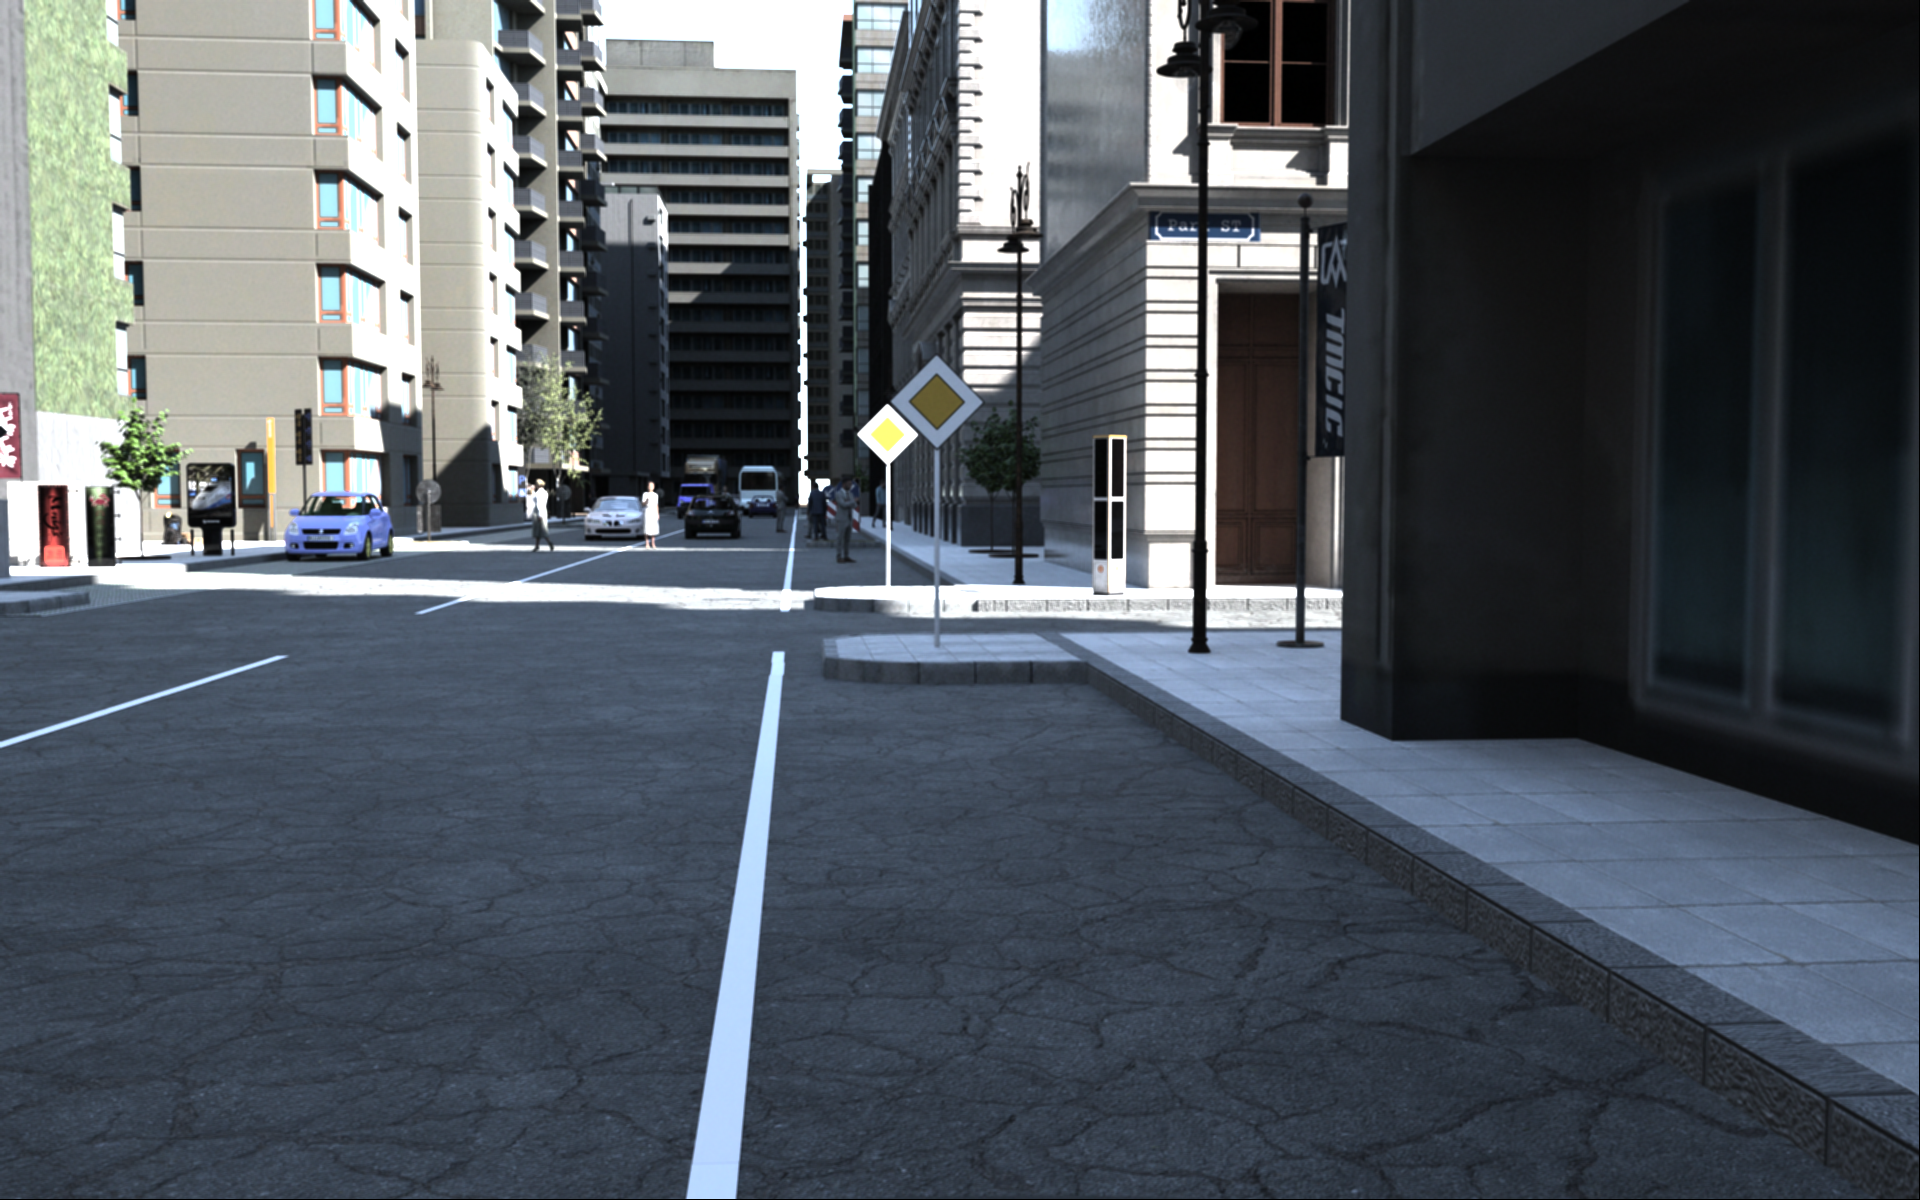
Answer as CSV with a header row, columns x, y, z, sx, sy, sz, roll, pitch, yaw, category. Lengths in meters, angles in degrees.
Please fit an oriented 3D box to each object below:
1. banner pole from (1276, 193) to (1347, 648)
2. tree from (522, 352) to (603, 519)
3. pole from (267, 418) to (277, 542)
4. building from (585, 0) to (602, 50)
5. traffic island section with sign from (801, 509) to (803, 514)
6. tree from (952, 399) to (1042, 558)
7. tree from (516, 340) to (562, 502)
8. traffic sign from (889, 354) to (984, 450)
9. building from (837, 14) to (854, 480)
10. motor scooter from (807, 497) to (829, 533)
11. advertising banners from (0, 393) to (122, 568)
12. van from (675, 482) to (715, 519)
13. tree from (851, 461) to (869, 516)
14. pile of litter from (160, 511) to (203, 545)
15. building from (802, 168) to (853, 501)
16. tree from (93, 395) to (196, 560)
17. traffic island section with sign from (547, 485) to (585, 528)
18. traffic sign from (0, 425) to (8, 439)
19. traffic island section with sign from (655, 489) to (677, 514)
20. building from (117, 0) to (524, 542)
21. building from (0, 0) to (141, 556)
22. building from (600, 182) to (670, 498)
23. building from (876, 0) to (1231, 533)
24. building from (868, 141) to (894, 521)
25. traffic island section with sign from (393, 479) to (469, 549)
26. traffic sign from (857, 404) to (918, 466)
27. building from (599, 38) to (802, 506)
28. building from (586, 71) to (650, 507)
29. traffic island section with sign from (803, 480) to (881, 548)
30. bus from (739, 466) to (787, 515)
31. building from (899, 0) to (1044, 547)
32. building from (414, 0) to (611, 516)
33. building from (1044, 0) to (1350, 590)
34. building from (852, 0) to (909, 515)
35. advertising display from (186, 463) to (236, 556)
x,y,z,sx,sy,sz,roll,pitch,yaw,category
2.985,-1.486,14.309,0.401,3.779,0.863,-2,4,-30,banner pole
-20.667,-8.495,89.260,4.737,8.622,4.395,0,3,0,tree
-18.454,-3.217,46.441,0.158,3.312,0.155,0,3,0,pole
-49.781,-45.717,185.730,20.611,71.187,20.563,0,4,-5,building
-5.714,-4.012,74.222,1.989,1.847,2.006,0,4,-5,traffic island section with sign
0.963,-2.490,35.314,1.663,3.219,1.824,0,3,0,tree
-20.987,-8.120,83.121,4.360,8.622,3.978,0,3,0,tree
-0.172,-0.750,14.451,0.795,2.593,0.064,0,4,-5,traffic sign
-0.051,-30.873,159.401,22.147,44.769,28.867,0,4,-5,building
-5.298,-3.169,64.591,0.815,1.314,1.986,0,4,-7,motor scooter
-15.760,-2.076,30.137,2.074,3.025,0.090,-1,4,-12,advertising banners
-15.433,-5.936,101.438,2.240,2.365,5.245,0,4,-4,van
-5.796,-6.434,99.794,1.663,3.219,1.824,0,3,0,tree
-19.710,-1.834,43.949,1.176,0.858,1.719,-1,4,-14,pile of litter
-5.865,-30.895,197.013,23.993,40.220,32.217,0,4,-5,building
-16.232,-2.417,34.121,1.663,3.219,1.824,0,3,0,tree
-16.653,-3.925,72.808,1.989,1.847,2.006,0,4,-5,traffic island section with sign
-12.161,-1.173,21.376,0.795,2.593,0.064,0,4,-5,traffic sign
-21.422,-7.048,123.865,1.989,1.847,2.006,0,4,-5,traffic island section with sign
-31.532,-13.123,59.605,27.650,21.520,28.899,0,4,-5,building
-24.689,-21.191,30.075,14.154,41.232,14.086,0,4,-5,building
-34.848,-23.995,164.024,14.107,30.474,14.160,0,4,-5,building
2.776,-14.415,71.848,11.583,22.565,21.152,0,4,-5,building
1.716,-15.938,90.263,12.332,23.373,15.834,0,4,-5,building
-14.148,-2.284,45.969,1.989,1.847,2.006,0,4,-5,traffic island section with sign
-0.914,-1.236,22.401,0.795,2.593,0.064,0,4,-5,traffic sign
-28.238,-34.597,189.361,21.600,48.544,21.300,0,4,-5,building
-41.140,-27.100,134.963,32.217,40.220,23.993,0,4,-5,building
-3.174,-2.346,46.979,1.989,1.847,2.006,0,4,-5,traffic island section with sign
-13.728,-7.695,120.670,2.948,3.499,13.247,0,4,-4,bus
3.937,-13.597,51.185,11.050,23.489,19.941,0,4,-5,building
-34.242,-27.789,108.970,22.147,44.769,28.867,0,4,-5,building
11.764,-11.758,28.398,21.152,22.565,11.583,0,4,-5,building
0.181,-26.084,110.064,14.154,41.232,14.086,0,4,-5,building
-15.599,-1.889,36.103,0.974,1.923,0.123,0,4,2,advertising display
